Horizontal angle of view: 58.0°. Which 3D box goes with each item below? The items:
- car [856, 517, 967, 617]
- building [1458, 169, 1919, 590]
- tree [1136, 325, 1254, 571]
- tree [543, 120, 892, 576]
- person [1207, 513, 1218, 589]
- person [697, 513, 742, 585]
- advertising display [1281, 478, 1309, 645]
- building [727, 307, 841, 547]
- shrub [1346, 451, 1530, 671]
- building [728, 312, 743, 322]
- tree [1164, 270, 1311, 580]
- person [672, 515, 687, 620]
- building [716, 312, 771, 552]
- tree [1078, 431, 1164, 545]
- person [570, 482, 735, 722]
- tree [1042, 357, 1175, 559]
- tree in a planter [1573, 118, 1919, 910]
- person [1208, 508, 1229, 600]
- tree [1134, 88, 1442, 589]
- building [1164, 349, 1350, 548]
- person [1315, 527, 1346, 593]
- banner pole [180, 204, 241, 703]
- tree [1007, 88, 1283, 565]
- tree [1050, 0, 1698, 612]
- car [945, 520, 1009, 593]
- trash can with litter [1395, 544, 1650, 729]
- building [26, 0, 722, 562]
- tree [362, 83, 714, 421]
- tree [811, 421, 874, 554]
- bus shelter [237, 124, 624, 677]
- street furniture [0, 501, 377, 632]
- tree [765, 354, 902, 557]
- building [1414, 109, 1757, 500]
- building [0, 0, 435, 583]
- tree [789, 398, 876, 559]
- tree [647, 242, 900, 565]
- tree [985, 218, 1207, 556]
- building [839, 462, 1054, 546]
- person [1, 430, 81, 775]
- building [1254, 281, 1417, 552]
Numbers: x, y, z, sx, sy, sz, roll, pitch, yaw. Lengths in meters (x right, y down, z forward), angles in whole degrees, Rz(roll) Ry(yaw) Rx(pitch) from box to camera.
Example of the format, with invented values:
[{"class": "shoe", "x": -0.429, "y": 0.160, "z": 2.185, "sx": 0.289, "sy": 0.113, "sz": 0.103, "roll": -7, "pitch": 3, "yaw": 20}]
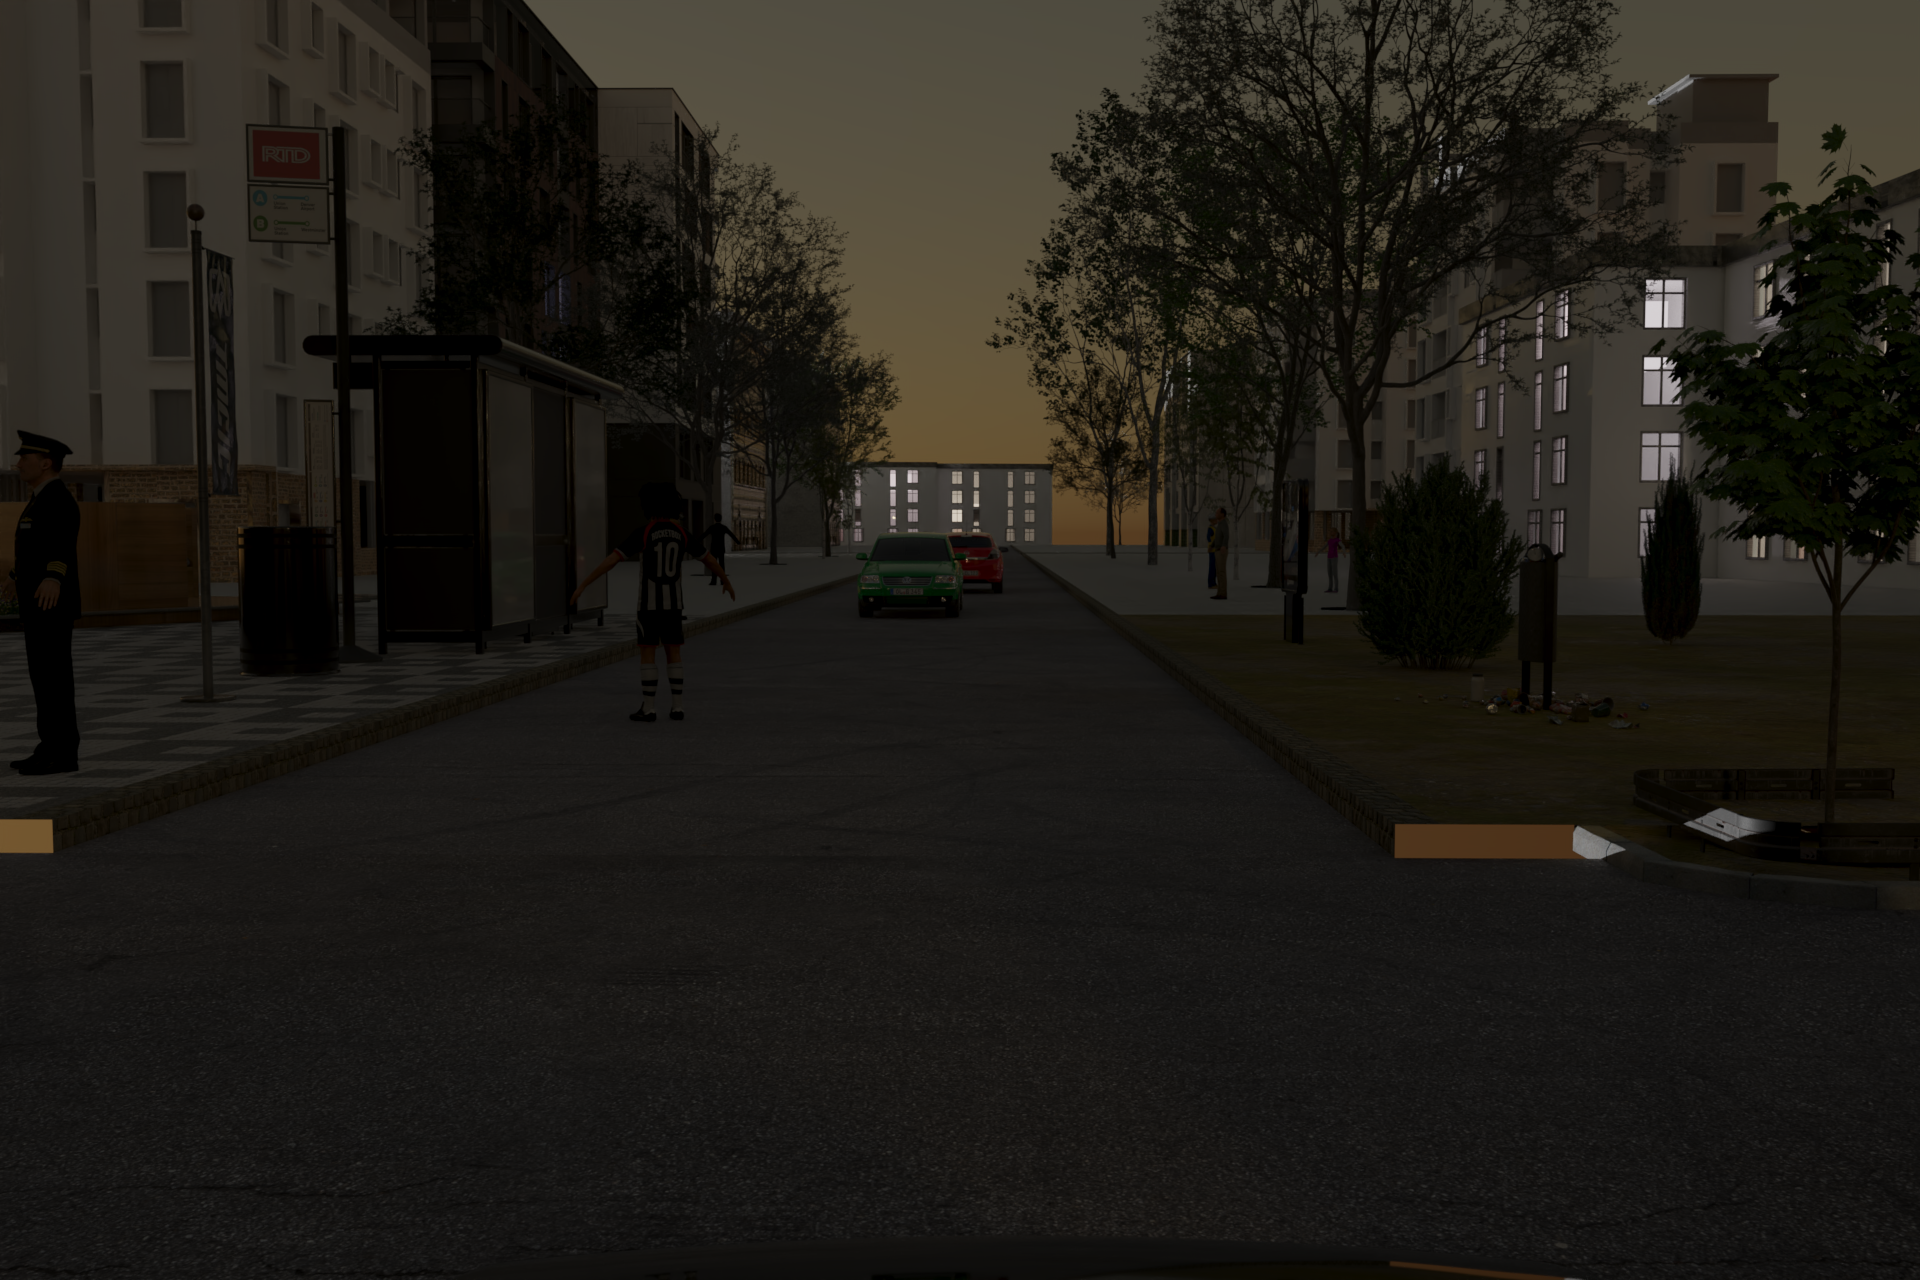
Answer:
[{"class": "car", "x": -0.852, "y": -1.368, "z": 31.169, "sx": 1.959, "sy": 1.807, "sz": 4.718, "roll": 0, "pitch": 4, "yaw": 1}, {"class": "building", "x": 22.924, "y": -6.636, "z": 50.652, "sx": 9.099, "sy": 9.664, "sz": 28.070, "roll": 0, "pitch": 4, "yaw": 1}, {"class": "tree", "x": 7.921, "y": -6.674, "z": 59.478, "sx": 4.360, "sy": 8.622, "sz": 3.978, "roll": 0, "pitch": 3, "yaw": 0}, {"class": "tree", "x": -7.707, "y": -8.688, "z": 52.423, "sx": 12.009, "sy": 13.543, "sz": 11.850, "roll": 0, "pitch": 3, "yaw": 0}, {"class": "person", "x": 6.018, "y": -2.086, "z": 40.578, "sx": 0.721, "sy": 1.772, "sz": 1.216, "roll": 2, "pitch": 4, "yaw": 23}, {"class": "person", "x": -6.076, "y": -2.276, "z": 43.391, "sx": 1.347, "sy": 1.806, "sz": 0.705, "roll": -2, "pitch": 4, "yaw": -29}, {"class": "advertising display", "x": 3.951, "y": -0.933, "z": 20.466, "sx": 0.123, "sy": 1.923, "sz": 0.974, "roll": 0, "pitch": 4, "yaw": -1}, {"class": "building", "x": -22.343, "y": -21.188, "z": 177.358, "sx": 19.493, "sy": 23.208, "sz": 18.063, "roll": 0, "pitch": 4, "yaw": 1}, {"class": "shrub", "x": 4.544, "y": -0.762, "z": 16.508, "sx": 1.661, "sy": 2.075, "sz": 1.752, "roll": 0, "pitch": 3, "yaw": 0}, {"class": "building", "x": -23.758, "y": -17.890, "z": 148.920, "sx": 16.016, "sy": 20.090, "sz": 11.380, "roll": 0, "pitch": 4, "yaw": 0}, {"class": "tree", "x": 7.682, "y": -5.966, "z": 47.899, "sx": 4.737, "sy": 8.622, "sz": 4.395, "roll": 0, "pitch": 3, "yaw": 0}, {"class": "person", "x": -4.286, "y": -1.226, "z": 25.809, "sx": 0.705, "sy": 1.858, "sz": 1.354, "roll": -3, "pitch": 5, "yaw": -43}, {"class": "building", "x": -25.495, "y": -18.547, "z": 134.165, "sx": 19.493, "sy": 23.208, "sz": 18.063, "roll": 0, "pitch": 4, "yaw": 1}, {"class": "tree", "x": 18.338, "y": -17.687, "z": 199.558, "sx": 12.009, "sy": 13.543, "sz": 11.850, "roll": 0, "pitch": 3, "yaw": 0}, {"class": "person", "x": -2.313, "y": -0.288, "z": 13.305, "sx": 1.345, "sy": 1.843, "sz": 0.704, "roll": -2, "pitch": 4, "yaw": -32}, {"class": "tree", "x": 7.710, "y": -9.547, "z": 90.510, "sx": 7.601, "sy": 10.594, "sz": 8.767, "roll": 1, "pitch": 4, "yaw": 9}, {"class": "tree in a planter", "x": 3.816, "y": -0.628, "z": 7.498, "sx": 1.991, "sy": 3.239, "sz": 1.994, "roll": 0, "pitch": 4, "yaw": 1}, {"class": "person", "x": 5.102, "y": -1.696, "z": 34.002, "sx": 0.705, "sy": 1.796, "sz": 1.348, "roll": 0, "pitch": 4, "yaw": -3}, {"class": "tree", "x": 7.673, "y": -7.042, "z": 40.886, "sx": 9.928, "sy": 11.665, "sz": 9.643, "roll": 0, "pitch": 3, "yaw": 0}, {"class": "building", "x": 30.525, "y": -18.828, "z": 174.303, "sx": 16.747, "sy": 18.905, "sz": 31.486, "roll": 0, "pitch": 4, "yaw": 1}, {"class": "person", "x": 8.093, "y": -1.745, "z": 37.798, "sx": 0.599, "sy": 1.433, "sz": 0.991, "roll": -2, "pitch": 4, "yaw": -28}, {"class": "banner pole", "x": -5.791, "y": -1.434, "z": 13.471, "sx": 0.401, "sy": 3.779, "sz": 0.863, "roll": 0, "pitch": 4, "yaw": 1}, {"class": "tree", "x": 8.167, "y": -13.261, "z": 72.702, "sx": 12.611, "sy": 20.169, "sz": 13.585, "roll": 0, "pitch": 3, "yaw": 0}, {"class": "tree", "x": 6.635, "y": -7.228, "z": 28.552, "sx": 12.009, "sy": 13.543, "sz": 11.850, "roll": 0, "pitch": 3, "yaw": 0}, {"class": "car", "x": 0.152, "y": -2.094, "z": 43.270, "sx": 2.155, "sy": 1.783, "sz": 4.494, "roll": 0, "pitch": 4, "yaw": 0}, {"class": "trash can with litter", "x": 4.173, "y": -0.085, "z": 12.453, "sx": 1.678, "sy": 1.210, "sz": 2.233, "roll": 0, "pitch": 4, "yaw": 1}, {"class": "building", "x": -27.085, "y": -14.294, "z": 77.687, "sx": 27.936, "sy": 21.610, "sz": 32.646, "roll": 0, "pitch": 4, "yaw": 1}, {"class": "tree", "x": -8.494, "y": -6.161, "z": 35.139, "sx": 8.767, "sy": 10.594, "sz": 7.601, "roll": 2, "pitch": 4, "yaw": 29}, {"class": "tree", "x": -6.906, "y": -9.836, "z": 111.179, "sx": 4.360, "sy": 8.622, "sz": 3.978, "roll": 0, "pitch": 3, "yaw": 0}, {"class": "bus shelter", "x": -5.843, "y": -2.575, "z": 19.734, "sx": 2.179, "sy": 5.291, "sz": 8.768, "roll": 0, "pitch": 4, "yaw": 1}, {"class": "street furniture", "x": -15.073, "y": -1.200, "z": 26.478, "sx": 9.812, "sy": 1.723, "sz": 11.010, "roll": 2, "pitch": 4, "yaw": 27}, {"class": "tree", "x": -7.328, "y": -10.498, "z": 97.405, "sx": 9.928, "sy": 11.665, "sz": 9.643, "roll": 0, "pitch": 3, "yaw": 0}, {"class": "building", "x": 27.519, "y": -13.898, "z": 83.648, "sx": 16.016, "sy": 20.090, "sz": 11.380, "roll": 0, "pitch": 4, "yaw": 2}, {"class": "building", "x": -23.460, "y": -11.666, "z": 47.153, "sx": 16.016, "sy": 20.090, "sz": 11.380, "roll": 0, "pitch": 4, "yaw": 2}, {"class": "tree", "x": -6.756, "y": -8.430, "z": 88.196, "sx": 4.737, "sy": 8.622, "sz": 4.395, "roll": 0, "pitch": 3, "yaw": 0}, {"class": "tree", "x": -7.654, "y": -9.886, "z": 72.005, "sx": 12.009, "sy": 13.543, "sz": 11.850, "roll": 0, "pitch": 3, "yaw": 0}, {"class": "tree", "x": 8.179, "y": -15.183, "z": 104.130, "sx": 12.611, "sy": 20.169, "sz": 13.585, "roll": 0, "pitch": 3, "yaw": 0}, {"class": "building", "x": -3.086, "y": -15.783, "z": 202.653, "sx": 28.070, "sy": 9.664, "sz": 9.099, "roll": 0, "pitch": 4, "yaw": -5}, {"class": "person", "x": -4.959, "y": -0.209, "z": 9.358, "sx": 0.705, "sy": 1.837, "sz": 1.347, "roll": -3, "pitch": 4, "yaw": -36}, {"class": "building", "x": 28.231, "y": -17.011, "z": 134.544, "sx": 16.016, "sy": 20.090, "sz": 11.380, "roll": 0, "pitch": 4, "yaw": 2}]
